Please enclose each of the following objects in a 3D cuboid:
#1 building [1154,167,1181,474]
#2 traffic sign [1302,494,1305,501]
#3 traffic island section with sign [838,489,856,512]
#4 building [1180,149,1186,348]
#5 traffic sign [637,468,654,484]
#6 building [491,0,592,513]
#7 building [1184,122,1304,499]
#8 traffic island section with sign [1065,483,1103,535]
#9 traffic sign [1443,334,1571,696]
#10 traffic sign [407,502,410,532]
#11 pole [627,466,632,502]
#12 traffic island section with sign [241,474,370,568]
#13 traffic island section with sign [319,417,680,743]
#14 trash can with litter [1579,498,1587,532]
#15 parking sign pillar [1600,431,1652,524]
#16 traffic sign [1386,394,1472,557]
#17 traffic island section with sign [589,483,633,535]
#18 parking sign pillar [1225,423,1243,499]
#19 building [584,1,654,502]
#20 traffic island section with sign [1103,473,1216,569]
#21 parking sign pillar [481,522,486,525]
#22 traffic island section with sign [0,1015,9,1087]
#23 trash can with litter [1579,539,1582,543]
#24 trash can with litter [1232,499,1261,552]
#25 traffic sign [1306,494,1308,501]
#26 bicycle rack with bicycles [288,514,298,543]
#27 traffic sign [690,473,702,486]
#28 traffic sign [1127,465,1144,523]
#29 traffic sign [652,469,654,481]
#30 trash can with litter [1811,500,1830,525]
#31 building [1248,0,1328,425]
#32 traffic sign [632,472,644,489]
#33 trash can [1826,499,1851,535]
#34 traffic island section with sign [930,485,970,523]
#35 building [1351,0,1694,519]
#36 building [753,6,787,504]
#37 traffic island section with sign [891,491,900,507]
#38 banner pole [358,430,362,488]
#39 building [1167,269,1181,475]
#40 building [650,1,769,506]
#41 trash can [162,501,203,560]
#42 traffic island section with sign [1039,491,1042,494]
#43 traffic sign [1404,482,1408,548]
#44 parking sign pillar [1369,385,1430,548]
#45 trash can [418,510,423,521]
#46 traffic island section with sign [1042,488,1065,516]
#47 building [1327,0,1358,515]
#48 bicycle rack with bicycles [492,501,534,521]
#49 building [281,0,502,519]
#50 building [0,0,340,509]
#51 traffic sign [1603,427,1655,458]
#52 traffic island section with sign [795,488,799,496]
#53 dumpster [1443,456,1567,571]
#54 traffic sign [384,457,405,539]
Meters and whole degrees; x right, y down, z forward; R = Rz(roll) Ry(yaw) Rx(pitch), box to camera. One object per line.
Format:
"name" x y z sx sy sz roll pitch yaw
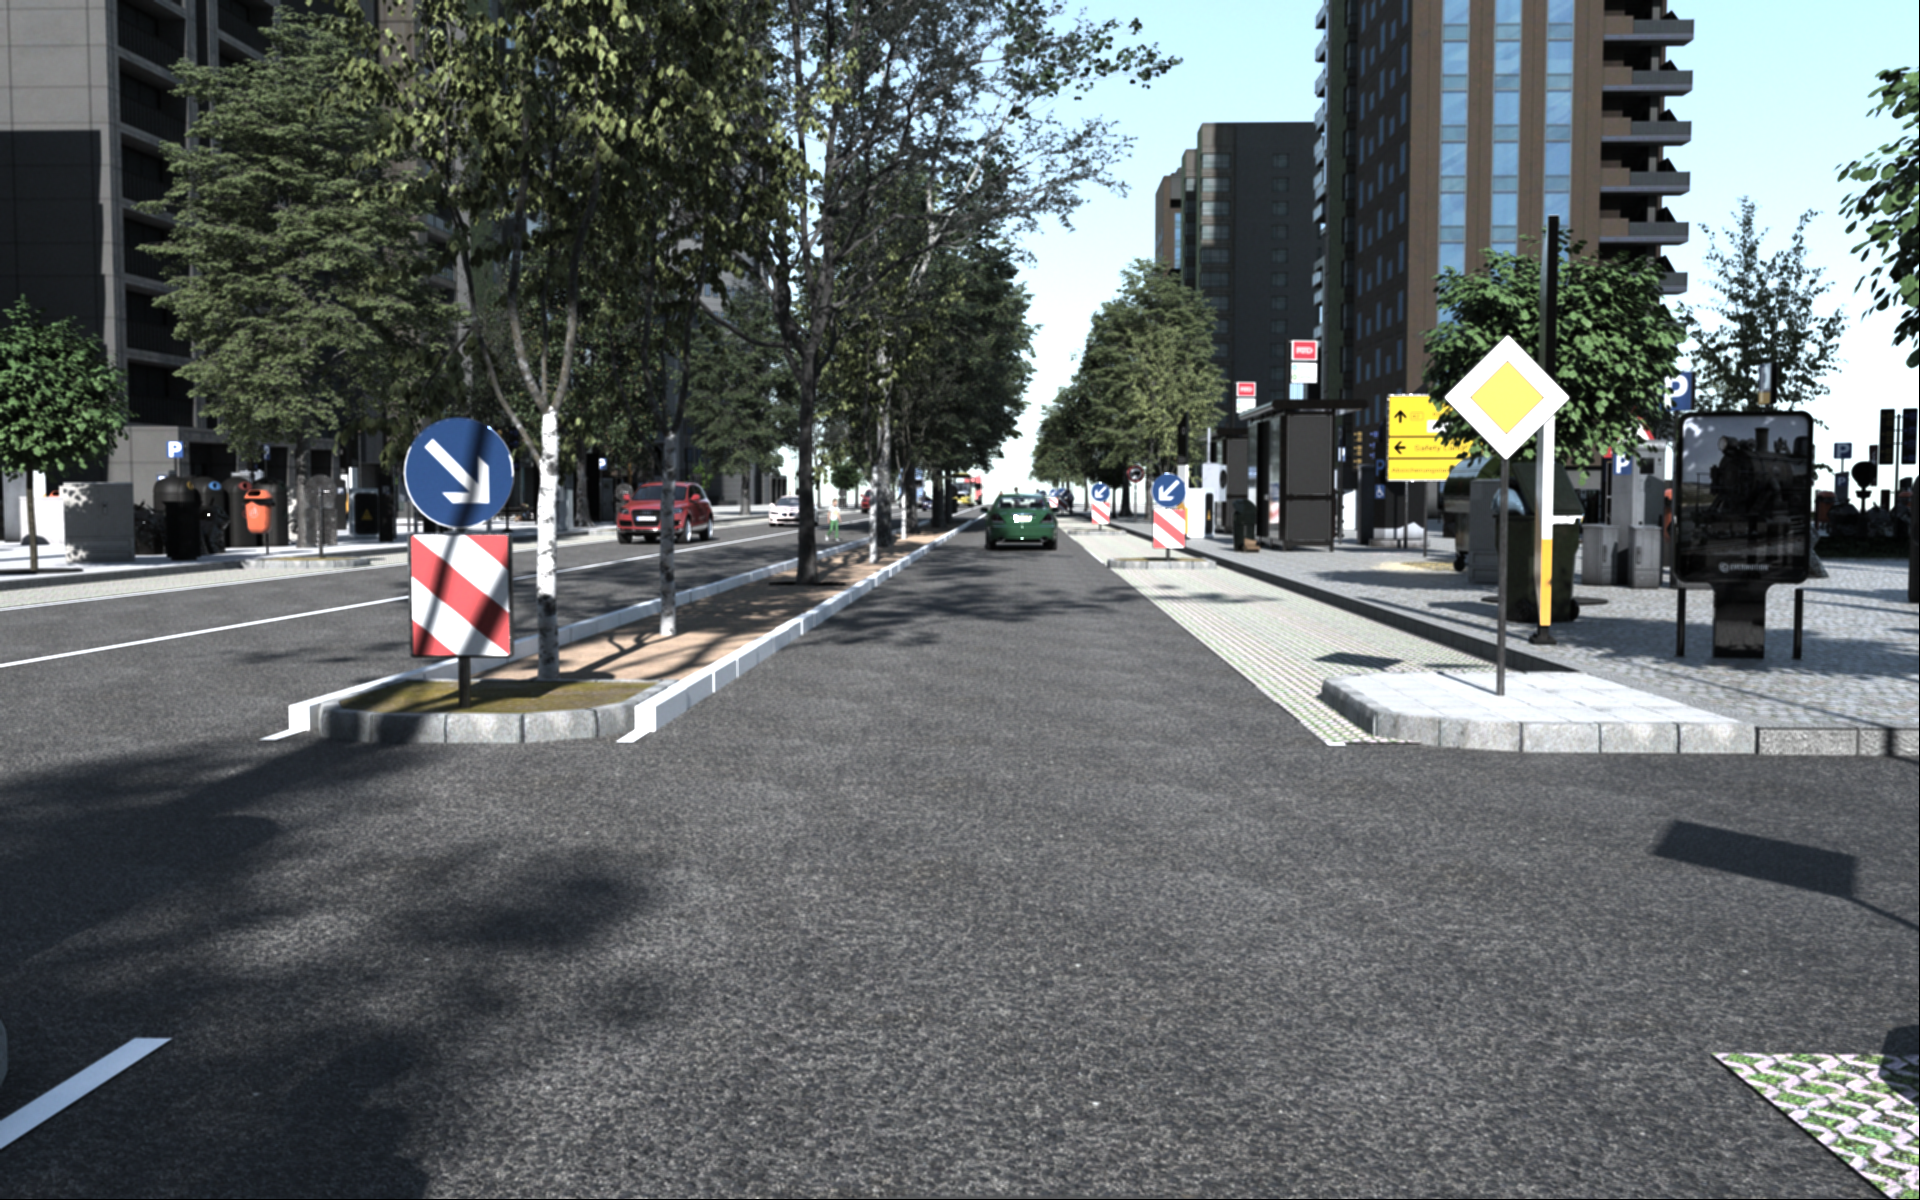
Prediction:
"building" 34.034 -35.889 236.899 14.600 45.320 14.200 0 4 2
"traffic sign" 9.687 -2.982 48.864 0.768 2.556 0.104 0 4 2
"traffic island section with sign" -9.341 -7.910 137.955 1.989 1.847 2.006 0 4 2
"building" 33.263 -32.047 207.569 14.154 41.232 14.086 0 4 2
"traffic sign" -13.914 -4.678 76.595 0.768 2.556 0.104 1 4 9
"building" -38.032 -30.397 116.603 23.786 49.044 30.456 0 4 2
"building" 33.182 -31.186 193.478 14.154 41.232 14.086 0 4 2
"traffic island section with sign" 4.796 -3.196 60.881 1.989 1.847 2.006 0 4 2
"traffic sign" 3.439 -0.448 10.966 0.795 2.450 0.064 0 4 2
"traffic sign" -18.747 -3.593 58.849 0.768 2.556 0.104 0 4 6
"pole" -14.602 -5.059 76.565 0.158 3.312 0.155 0 3 0
"traffic island section with sign" -12.779 -1.558 34.102 1.989 1.847 2.006 0 4 2
"traffic island section with sign" -2.943 -0.170 10.915 2.006 1.907 1.989 0 4 2
"trash can with litter" 19.817 -2.736 56.122 0.624 1.170 1.055 -2 4 -31
"parking sign pillar" 19.417 -3.793 50.486 1.447 3.967 1.447 3 4 38
"traffic sign" 9.805 -2.526 35.178 2.265 3.308 0.079 0 4 7
"traffic island section with sign" -11.897 -3.206 61.043 1.989 1.847 2.006 0 4 2
"parking sign pillar" 10.468 -4.756 66.229 1.447 3.967 1.447 1 4 22
"building" -32.992 -29.892 138.849 14.600 45.320 14.200 0 4 2
"traffic island section with sign" 3.891 -1.535 33.729 1.989 1.847 2.006 0 4 2
"parking sign pillar" -20.794 -5.181 73.180 1.447 3.967 1.447 3 5 39
"traffic island section with sign" -3.198 0.283 3.512 2.006 1.907 1.989 0 4 2
"trash can with litter" 15.402 -2.089 45.208 2.233 1.210 1.678 0 4 -3
"trash can with litter" 6.427 -1.654 38.424 0.624 1.170 1.055 -1 4 -9
"traffic sign" 9.559 -2.790 47.751 0.606 2.300 0.079 1 4 10
"bicycle rack with bicycles" -17.887 -1.969 45.576 2.852 0.926 2.925 1 4 8
"traffic sign" -12.920 -5.048 84.670 0.606 2.300 0.079 0 4 6
"traffic sign" 7.707 -4.645 76.054 0.768 2.556 0.104 0 4 5
"traffic sign" -15.161 -5.176 84.730 0.768 2.556 0.104 0 4 5
"trash can with litter" 34.028 -3.415 66.900 1.678 1.210 2.233 3 5 43
"building" 35.165 -49.963 129.573 22.319 86.520 31.000 0 4 2
"traffic sign" -15.391 -5.061 82.751 0.884 2.594 0.081 0 4 5
"trash can" 27.007 -2.547 53.295 0.748 1.137 0.748 0 3 0
"traffic island section with sign" -0.466 -4.763 86.012 2.006 1.907 1.989 0 4 2
"building" 29.797 -27.138 93.819 14.600 45.320 14.200 0 4 2
"building" -33.160 -47.953 222.287 20.563 71.187 20.611 0 4 2
"traffic island section with sign" -7.519 -11.287 193.176 1.989 1.847 2.006 0 4 2
"banner pole" -23.691 -4.771 68.030 0.863 3.779 0.401 3 4 36
"building" 33.307 -27.550 222.151 14.160 30.474 14.107 0 4 2
"building" -34.451 -40.131 198.148 21.231 58.520 28.212 0 4 2
"trash can" -15.084 -1.344 33.633 0.748 1.137 0.748 0 3 0
"traffic island section with sign" 7.339 -7.905 137.878 1.989 1.847 2.006 0 4 2
"traffic sign" 10.523 -2.491 40.832 0.768 2.556 0.104 1 4 10
"parking sign pillar" 10.702 -3.278 42.070 1.447 3.967 1.447 -2 4 -28
"trash can" -25.662 -4.326 82.390 0.748 1.137 0.748 0 3 0
"traffic island section with sign" 6.438 -6.258 110.938 1.989 1.847 2.006 0 4 2
"building" 29.866 -25.962 108.066 14.154 41.232 14.086 0 4 2
"bicycle rack with bicycles" -21.877 -4.378 84.955 2.925 0.926 2.852 0 4 -2
"building" -34.207 -25.114 94.211 14.154 41.232 14.086 0 4 2
"building" -38.020 -38.704 71.060 20.563 71.187 20.611 0 4 2
"traffic sign" 9.891 -1.559 25.494 0.884 2.594 0.081 0 4 2
"traffic island section with sign" -10.229 -6.259 110.967 1.989 1.847 2.006 0 4 2
"dumpster" 8.780 -1.556 27.941 1.502 2.255 1.985 0 4 2
"traffic sign" -16.020 -2.993 49.036 0.768 2.556 0.104 1 4 10
